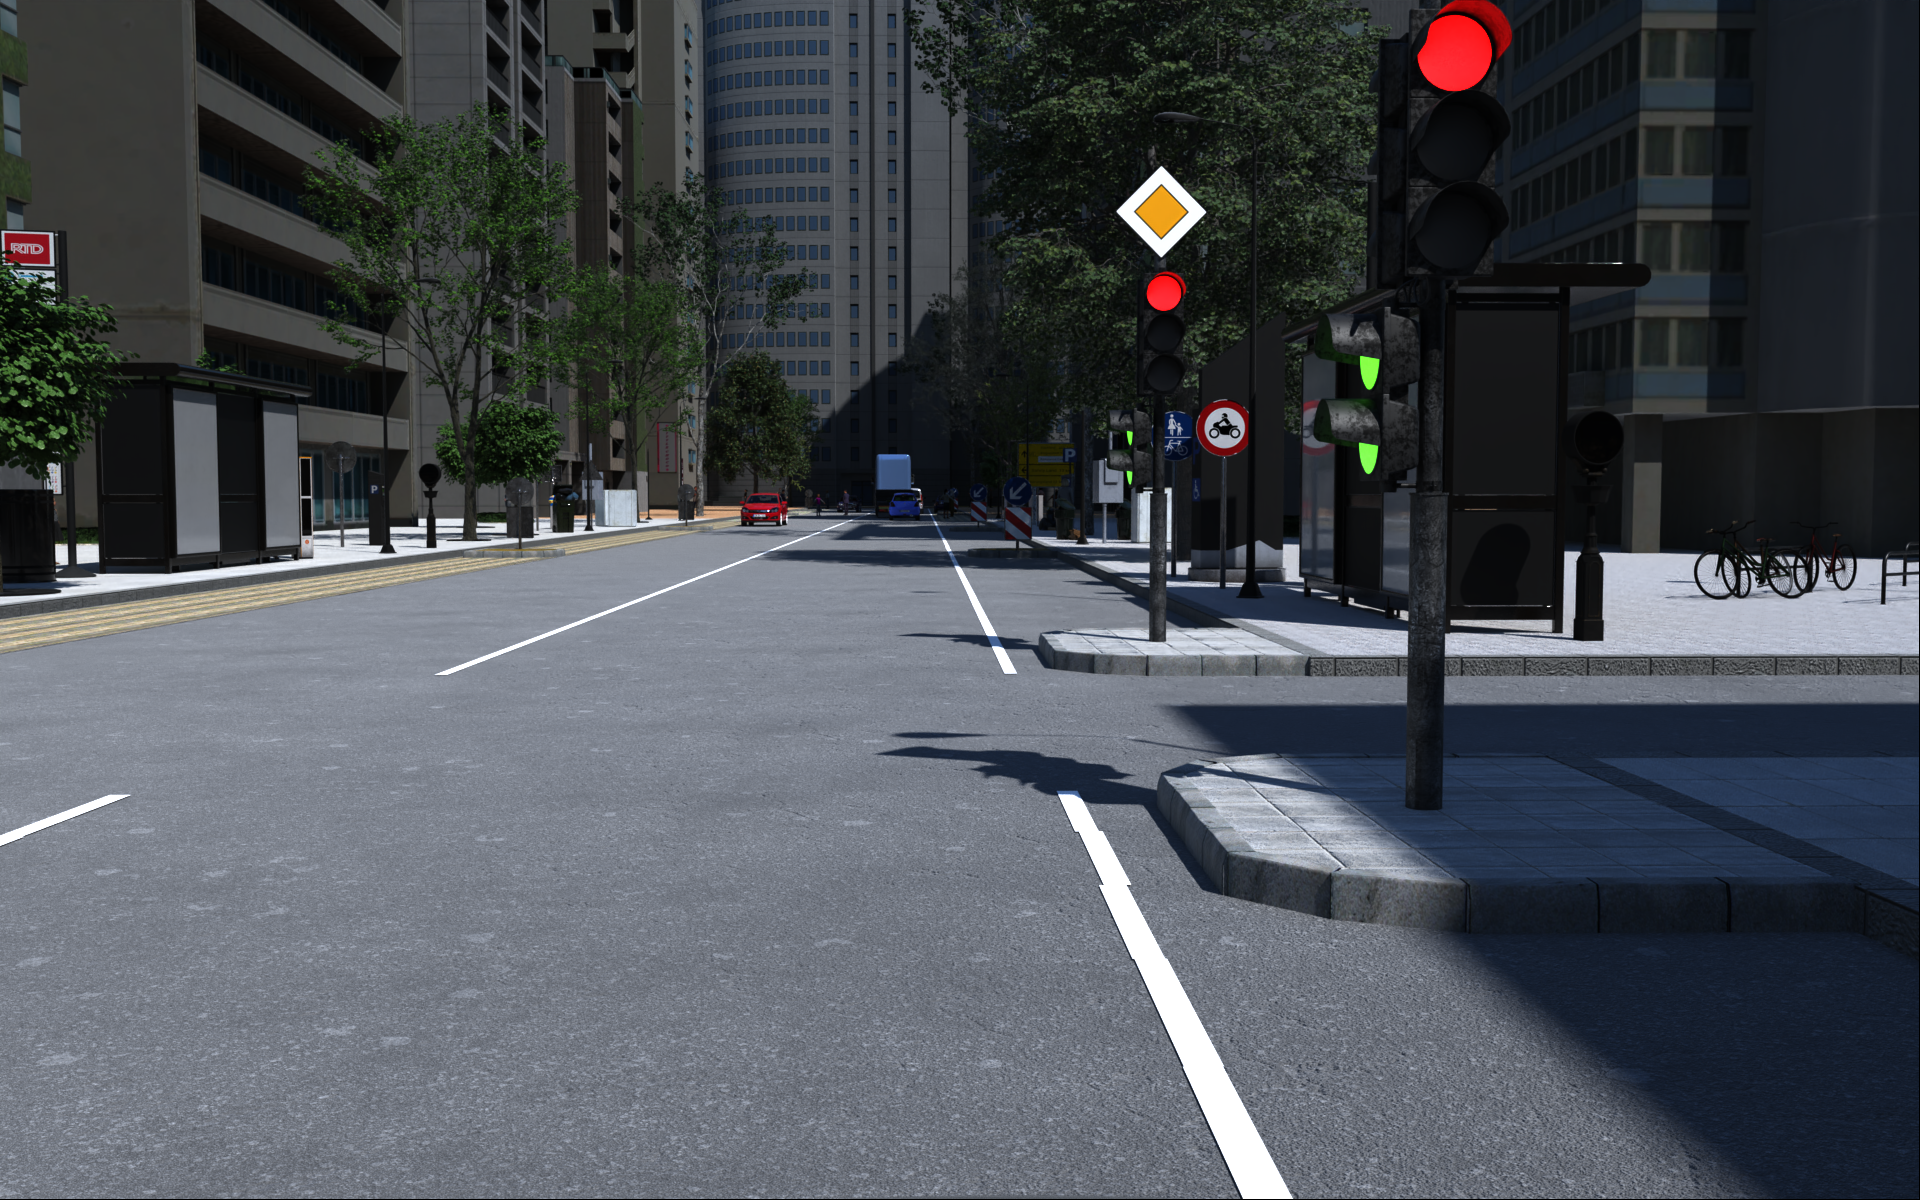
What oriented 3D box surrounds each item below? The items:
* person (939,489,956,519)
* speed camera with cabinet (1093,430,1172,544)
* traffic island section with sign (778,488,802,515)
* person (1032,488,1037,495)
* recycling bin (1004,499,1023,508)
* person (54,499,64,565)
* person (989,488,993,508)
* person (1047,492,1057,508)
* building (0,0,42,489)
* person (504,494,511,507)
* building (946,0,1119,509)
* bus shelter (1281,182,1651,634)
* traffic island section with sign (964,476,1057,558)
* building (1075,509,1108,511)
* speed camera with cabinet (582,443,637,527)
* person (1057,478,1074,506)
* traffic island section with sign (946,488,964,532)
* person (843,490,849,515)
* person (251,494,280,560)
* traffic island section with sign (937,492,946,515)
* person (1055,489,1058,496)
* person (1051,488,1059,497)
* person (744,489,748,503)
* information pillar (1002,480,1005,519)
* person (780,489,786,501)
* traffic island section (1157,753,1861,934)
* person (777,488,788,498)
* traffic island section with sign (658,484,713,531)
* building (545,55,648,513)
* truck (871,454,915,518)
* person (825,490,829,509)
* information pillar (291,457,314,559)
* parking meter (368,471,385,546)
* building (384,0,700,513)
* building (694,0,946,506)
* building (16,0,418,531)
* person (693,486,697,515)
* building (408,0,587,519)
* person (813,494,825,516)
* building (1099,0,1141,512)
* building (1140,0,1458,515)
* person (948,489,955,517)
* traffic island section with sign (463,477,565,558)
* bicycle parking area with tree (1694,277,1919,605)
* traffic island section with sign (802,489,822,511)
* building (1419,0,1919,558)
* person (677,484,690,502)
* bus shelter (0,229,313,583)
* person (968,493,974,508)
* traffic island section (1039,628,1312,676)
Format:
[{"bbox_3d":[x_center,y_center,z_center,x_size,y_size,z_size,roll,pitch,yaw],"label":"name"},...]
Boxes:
[{"bbox_3d":[-0.754,-5.607,100.966,1.217,1.735,0.721,3,4,38],"label":"person"},{"bbox_3d":[4.512,-3.109,45.175,2.038,3.252,0.660,-1,4,-13],"label":"speed camera with cabinet"},{"bbox_3d":[-11.870,-6.606,116.632,1.989,1.847,2.006,0,4,-1],"label":"traffic island section with sign"},{"bbox_3d":[5.364,-7.040,121.835,1.217,1.739,0.721,0,4,5],"label":"person"},{"bbox_3d":[2.675,-4.494,86.035,0.722,1.027,0.722,2,4,29],"label":"recycling bin"},{"bbox_3d":[-16.444,-1.264,31.386,0.373,1.253,0.362,1,4,13],"label":"person"},{"bbox_3d":[2.895,-9.443,160.571,0.705,1.807,1.348,0,4,-4],"label":"person"},{"bbox_3d":[5.852,-5.971,106.936,1.065,1.426,0.557,1,4,17],"label":"person"},{"bbox_3d":[-26.939,-21.168,29.694,14.154,41.232,14.086,0,4,-1],"label":"building"},{"bbox_3d":[-21.971,-4.754,84.040,0.520,1.790,0.573,2,4,26],"label":"person"},{"bbox_3d":[12.961,-39.742,191.784,28.212,58.520,21.231,0,4,-1],"label":"building"},{"bbox_3d":[5.122,-2.594,20.041,2.179,5.291,8.768,0,4,-1],"label":"bus shelter"},{"bbox_3d":[1.182,-1.909,39.838,1.989,1.847,2.006,0,4,-1],"label":"traffic island section with sign"},{"bbox_3d":[19.675,-36.789,143.498,21.231,58.520,28.212,0,4,-1],"label":"building"},{"bbox_3d":[-13.702,-4.488,67.713,2.038,3.252,0.660,1,4,9],"label":"speed camera with cabinet"},{"bbox_3d":[3.401,-3.114,57.147,0.709,1.800,0.728,1,4,22],"label":"person"},{"bbox_3d":[0.585,-3.557,66.786,1.989,1.847,2.006,0,4,-1],"label":"traffic island section with sign"},{"bbox_3d":[-7.729,-6.609,117.480,0.541,1.710,0.530,-2,4,-31],"label":"person"},{"bbox_3d":[-13.618,-1.670,33.901,0.519,1.759,0.362,-1,4,-23],"label":"person"},{"bbox_3d":[-0.560,-6.638,117.155,1.989,1.847,2.006,0,4,-1],"label":"traffic island section with sign"},{"bbox_3d":[8.977,-9.569,163.024,0.721,1.766,1.217,-2,4,-33],"label":"person"},{"bbox_3d":[6.978,-7.079,121.420,1.348,1.869,0.705,0,4,2],"label":"person"},{"bbox_3d":[-20.577,-9.713,165.676,0.721,1.723,1.217,-1,4,-11],"label":"person"},{"bbox_3d":[2.318,-5.080,87.542,0.304,2.012,0.304,-2,4,-24],"label":"information pillar"},{"bbox_3d":[-10.463,-5.681,102.304,0.530,1.710,0.541,2,4,35],"label":"person"},{"bbox_3d":[1.921,0.929,7.094,2.009,0.180,2.903,0,4,-1],"label":"traffic island section"},{"bbox_3d":[-15.720,-8.898,151.538,1.348,1.823,0.705,-1,4,-13],"label":"person"},{"bbox_3d":[-10.781,-3.646,68.244,1.989,1.847,2.006,0,4,-1],"label":"traffic island section with sign"},{"bbox_3d":[-29.485,-21.166,117.766,14.160,30.474,14.107,0,4,-1],"label":"building"},{"bbox_3d":[-4.197,-7.446,111.508,2.967,4.110,18.799,0,4,-3],"label":"truck"},{"bbox_3d":[-12.567,-9.498,163.868,0.705,1.814,1.350,-1,4,-16],"label":"person"},{"bbox_3d":[-13.032,-1.821,34.271,0.304,2.012,0.304,2,4,31],"label":"information pillar"},{"bbox_3d":[-14.513,-2.291,43.170,0.399,1.863,0.255,1,4,10],"label":"parking meter"},{"bbox_3d":[-33.872,-31.947,146.037,21.600,48.544,21.300,0,4,-1],"label":"building"},{"bbox_3d":[-15.335,-39.700,191.094,28.212,58.520,21.231,0,4,-1],"label":"building"},{"bbox_3d":[-31.777,-26.448,56.129,21.300,48.544,21.600,0,4,-1],"label":"building"},{"bbox_3d":[-16.136,-6.099,106.298,0.617,1.759,0.750,-2,4,-33],"label":"person"},{"bbox_3d":[-32.714,-40.370,98.295,20.563,71.187,20.611,0,4,-1],"label":"building"},{"bbox_3d":[-9.226,-6.216,113.356,0.991,1.433,0.599,-3,5,-45],"label":"person"},{"bbox_3d":[20.815,-28.119,114.363,22.147,44.769,28.867,0,4,-1],"label":"building"},{"bbox_3d":[15.453,-24.427,82.971,14.154,41.232,14.086,0,4,-1],"label":"building"},{"bbox_3d":[-0.603,-6.077,108.590,0.721,1.736,1.217,1,4,16],"label":"person"},{"bbox_3d":[-10.127,-1.894,39.594,1.989,1.847,2.006,0,4,-1],"label":"traffic island section with sign"},{"bbox_3d":[14.047,-2.041,20.380,9.016,4.147,8.231,-2,4,-23],"label":"bicycle parking area with tree"},{"bbox_3d":[-12.470,-8.254,143.581,1.989,1.847,2.006,0,4,-1],"label":"traffic island section with sign"},{"bbox_3d":[25.611,-21.430,42.258,23.993,40.220,32.217,0,4,-1],"label":"building"},{"bbox_3d":[-14.028,-5.014,88.119,0.694,1.812,0.767,-1,4,-12],"label":"person"},{"bbox_3d":[-13.495,-3.145,29.053,2.179,5.291,8.768,0,4,-1],"label":"bus shelter"},{"bbox_3d":[1.049,-9.558,163.782,0.593,1.643,0.415,0,4,-8],"label":"person"},{"bbox_3d":[1.741,0.441,15.077,2.009,0.180,2.903,0,4,-1],"label":"traffic island section"}]
